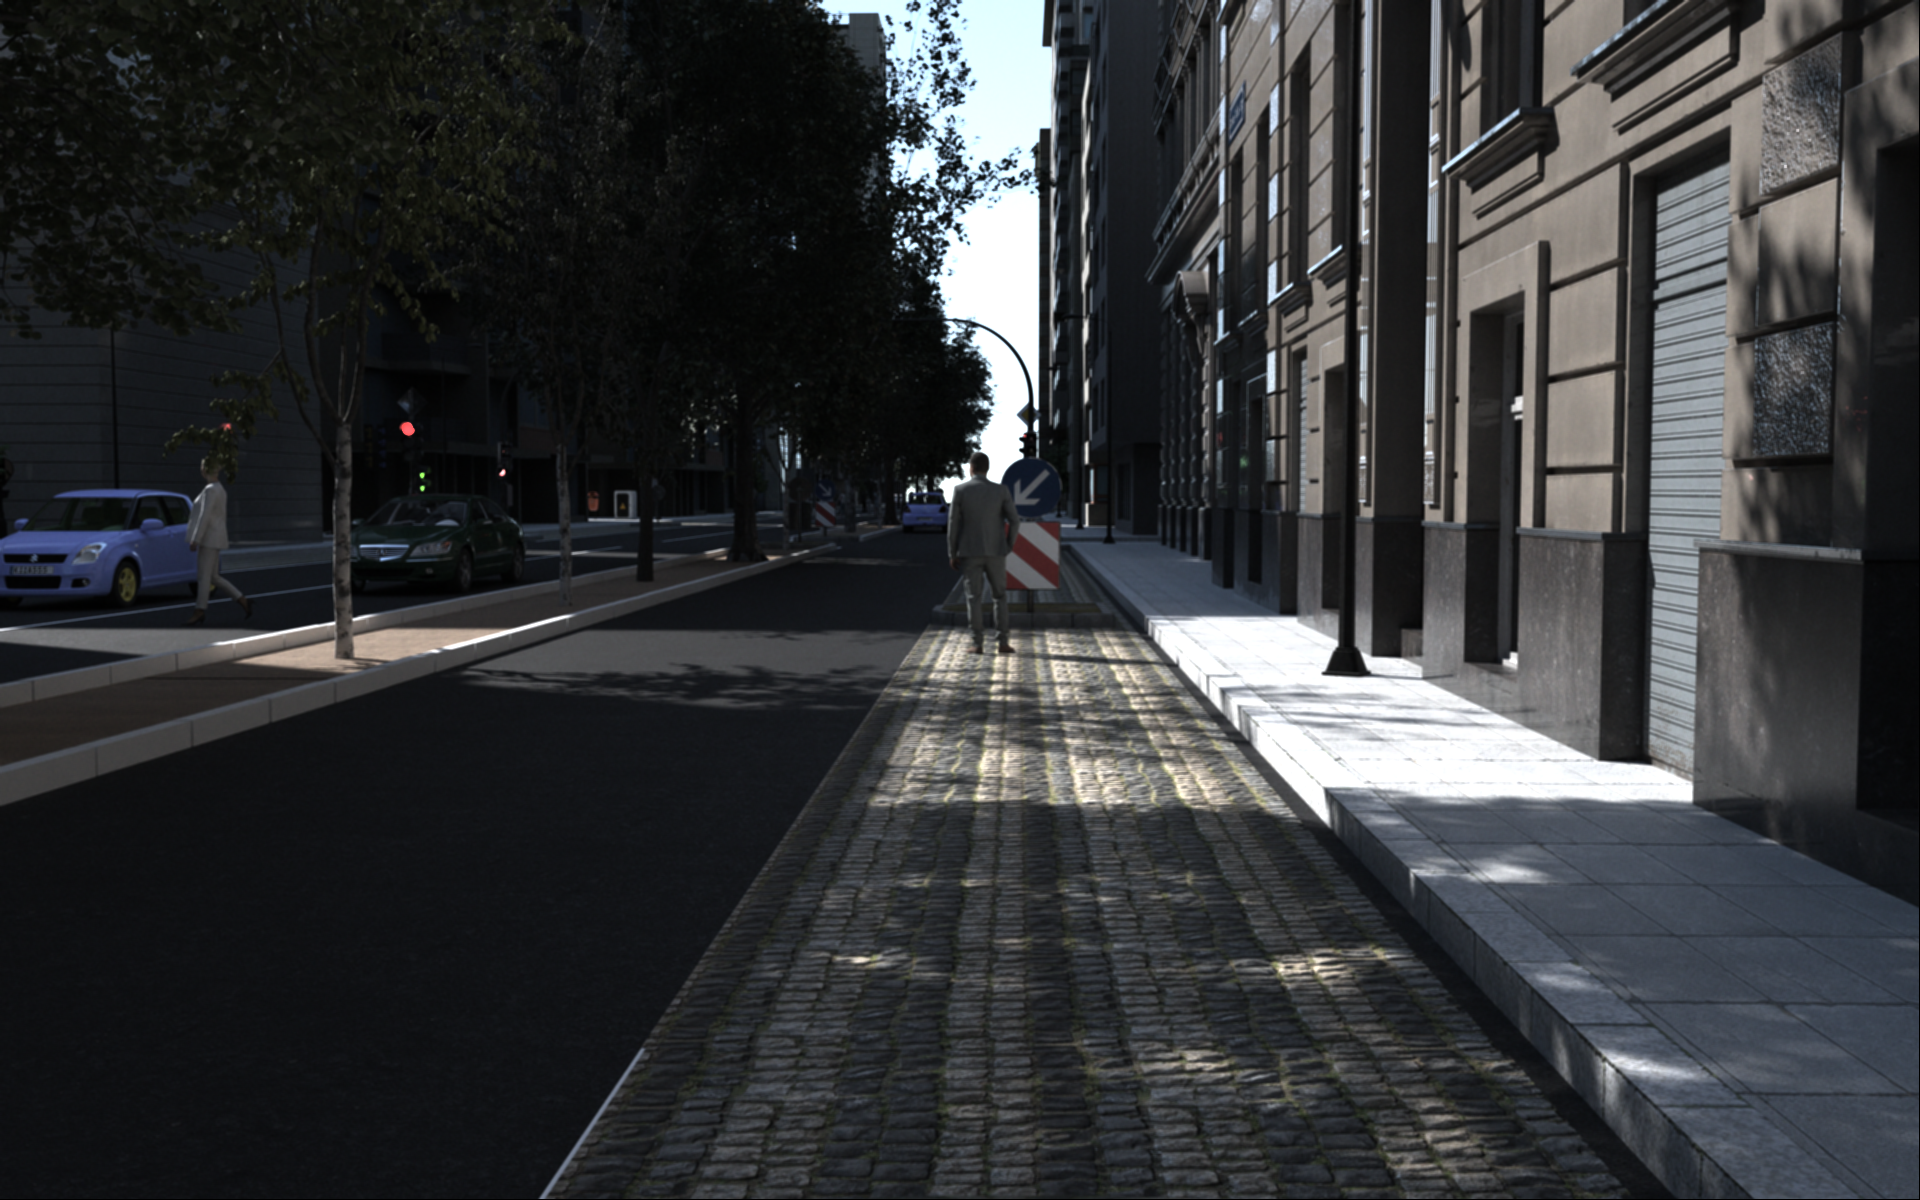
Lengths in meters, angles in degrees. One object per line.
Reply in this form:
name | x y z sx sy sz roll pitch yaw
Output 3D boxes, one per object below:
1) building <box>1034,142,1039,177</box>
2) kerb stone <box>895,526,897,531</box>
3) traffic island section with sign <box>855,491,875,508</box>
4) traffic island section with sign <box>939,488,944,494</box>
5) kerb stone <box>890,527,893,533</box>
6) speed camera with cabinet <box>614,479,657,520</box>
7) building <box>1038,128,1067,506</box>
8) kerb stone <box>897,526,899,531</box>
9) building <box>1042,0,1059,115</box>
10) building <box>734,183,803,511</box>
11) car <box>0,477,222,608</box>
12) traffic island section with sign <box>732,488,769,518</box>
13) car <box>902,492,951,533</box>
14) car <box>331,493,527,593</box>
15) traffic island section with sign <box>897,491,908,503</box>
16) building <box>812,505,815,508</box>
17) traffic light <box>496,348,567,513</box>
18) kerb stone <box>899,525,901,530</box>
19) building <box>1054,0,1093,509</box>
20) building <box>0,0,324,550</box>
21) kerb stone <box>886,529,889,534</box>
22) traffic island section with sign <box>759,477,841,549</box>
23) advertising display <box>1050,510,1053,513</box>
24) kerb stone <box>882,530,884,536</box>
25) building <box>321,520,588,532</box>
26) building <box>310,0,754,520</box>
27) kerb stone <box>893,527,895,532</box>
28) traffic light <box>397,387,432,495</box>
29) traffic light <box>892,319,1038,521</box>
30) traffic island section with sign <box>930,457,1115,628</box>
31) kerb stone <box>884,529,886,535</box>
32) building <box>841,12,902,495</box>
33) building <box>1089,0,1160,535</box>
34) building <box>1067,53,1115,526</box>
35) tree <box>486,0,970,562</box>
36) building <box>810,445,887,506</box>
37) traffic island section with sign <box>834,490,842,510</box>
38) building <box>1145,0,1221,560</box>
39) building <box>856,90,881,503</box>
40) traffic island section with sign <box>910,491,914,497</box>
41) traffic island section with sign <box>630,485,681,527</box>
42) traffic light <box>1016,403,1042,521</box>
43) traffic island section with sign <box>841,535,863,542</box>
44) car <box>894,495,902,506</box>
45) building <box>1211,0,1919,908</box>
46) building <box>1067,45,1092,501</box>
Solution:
building | 25.196 -40.536 251.994 28.713 52.752 27.495 0 4 2
kerb stone | -2.573 -2.627 65.153 0.120 0.150 1.000 0 4 2
traffic island section with sign | -9.903 -10.511 180.481 1.989 1.847 2.006 0 4 2
traffic island section with sign | -1.550 -7.328 127.954 2.006 1.907 1.989 0 4 2
kerb stone | -2.634 -2.502 63.097 0.120 0.150 1.000 0 4 2
speed camera with cabinet | -16.196 -5.631 86.394 2.038 3.252 0.660 1 4 12
building | 15.891 -31.361 196.342 14.154 41.232 14.086 0 4 2
kerb stone | -2.539 -2.691 66.188 0.120 0.150 1.000 0 4 2
building | 22.773 -35.826 175.000 28.713 52.752 27.495 0 4 2
building | -24.222 -50.771 142.773 22.319 86.520 31.000 0 4 2
car | -11.291 -0.813 22.880 1.945 1.707 3.694 0 4 0
traffic island section with sign | -12.455 -5.794 103.367 1.989 1.847 2.006 0 4 2
car | -1.209 -3.381 64.876 1.945 1.707 3.694 0 4 2
car | -8.034 -0.903 26.559 2.131 1.459 4.920 0 4 1
traffic island section with sign | -8.110 -13.819 234.572 1.989 1.847 2.006 0 4 2
building | -23.285 -44.693 168.982 20.563 71.187 20.611 0 4 2
traffic light | -11.979 -4.813 53.364 4.771 5.953 1.251 0 4 2
kerb stone | -2.498 -2.753 67.214 0.120 0.150 1.000 0 4 2
building | 19.309 -32.213 146.291 23.786 49.044 30.456 0 4 2
building | -31.631 -16.039 39.729 29.804 29.767 11.434 0 4 2
kerb stone | -2.702 -2.376 61.044 0.120 0.150 1.000 0 4 2
traffic island section with sign | -4.291 -2.282 45.453 2.006 1.907 1.989 0 4 2
advertising display | 6.343 -7.032 120.179 0.123 1.923 0.974 2 4 28
kerb stone | -2.779 -2.251 58.992 0.120 0.150 1.000 0 4 2
building | -26.961 -25.419 70.220 22.147 44.769 28.867 0 4 2
building | -25.089 -27.714 107.754 22.147 44.769 28.867 0 4 2
kerb stone | -2.611 -2.563 64.119 0.120 0.150 1.000 0 4 2
traffic light | -14.337 -3.455 45.417 0.839 4.253 0.868 0 4 2
traffic light | -0.278 -4.291 44.827 4.771 5.953 1.251 0 4 2
traffic island section with sign | 0.683 -0.656 19.361 1.989 1.847 2.006 0 4 2
kerb stone | -2.736 -2.313 60.013 0.120 0.150 1.000 0 4 2
building | -19.417 -50.477 263.550 20.563 71.187 20.611 0 4 2
building | 11.484 -22.767 55.828 14.086 41.232 14.154 0 4 2
building | 19.390 -14.507 82.222 27.650 21.520 28.899 0 4 2
tree | -4.547 -7.140 36.212 9.611 12.733 9.660 0 3 0
building | -16.988 -34.441 246.702 14.154 41.232 14.086 0 4 2
traffic island section with sign | -10.795 -8.863 153.540 1.989 1.847 2.006 0 4 2
building | 9.557 -12.569 34.380 11.050 23.489 19.941 0 4 2
building | -24.944 -38.937 225.851 28.713 52.752 27.495 0 4 2
traffic island section with sign | -7.215 -15.467 261.512 1.989 1.847 2.006 0 4 2
traffic island section with sign | -13.361 -4.141 76.329 1.989 1.847 2.006 0 4 2
traffic light | 2.081 -3.912 52.879 0.839 4.253 0.868 0 4 2
traffic island section with sign | -4.035 -2.735 52.856 2.006 1.907 1.989 0 4 2
car | -6.981 -11.031 192.717 2.083 1.381 4.827 0 4 1
building | 8.854 -13.121 11.792 12.463 27.353 25.104 0 4 2
building | 14.120 -21.002 115.086 14.160 30.474 14.107 0 4 2
